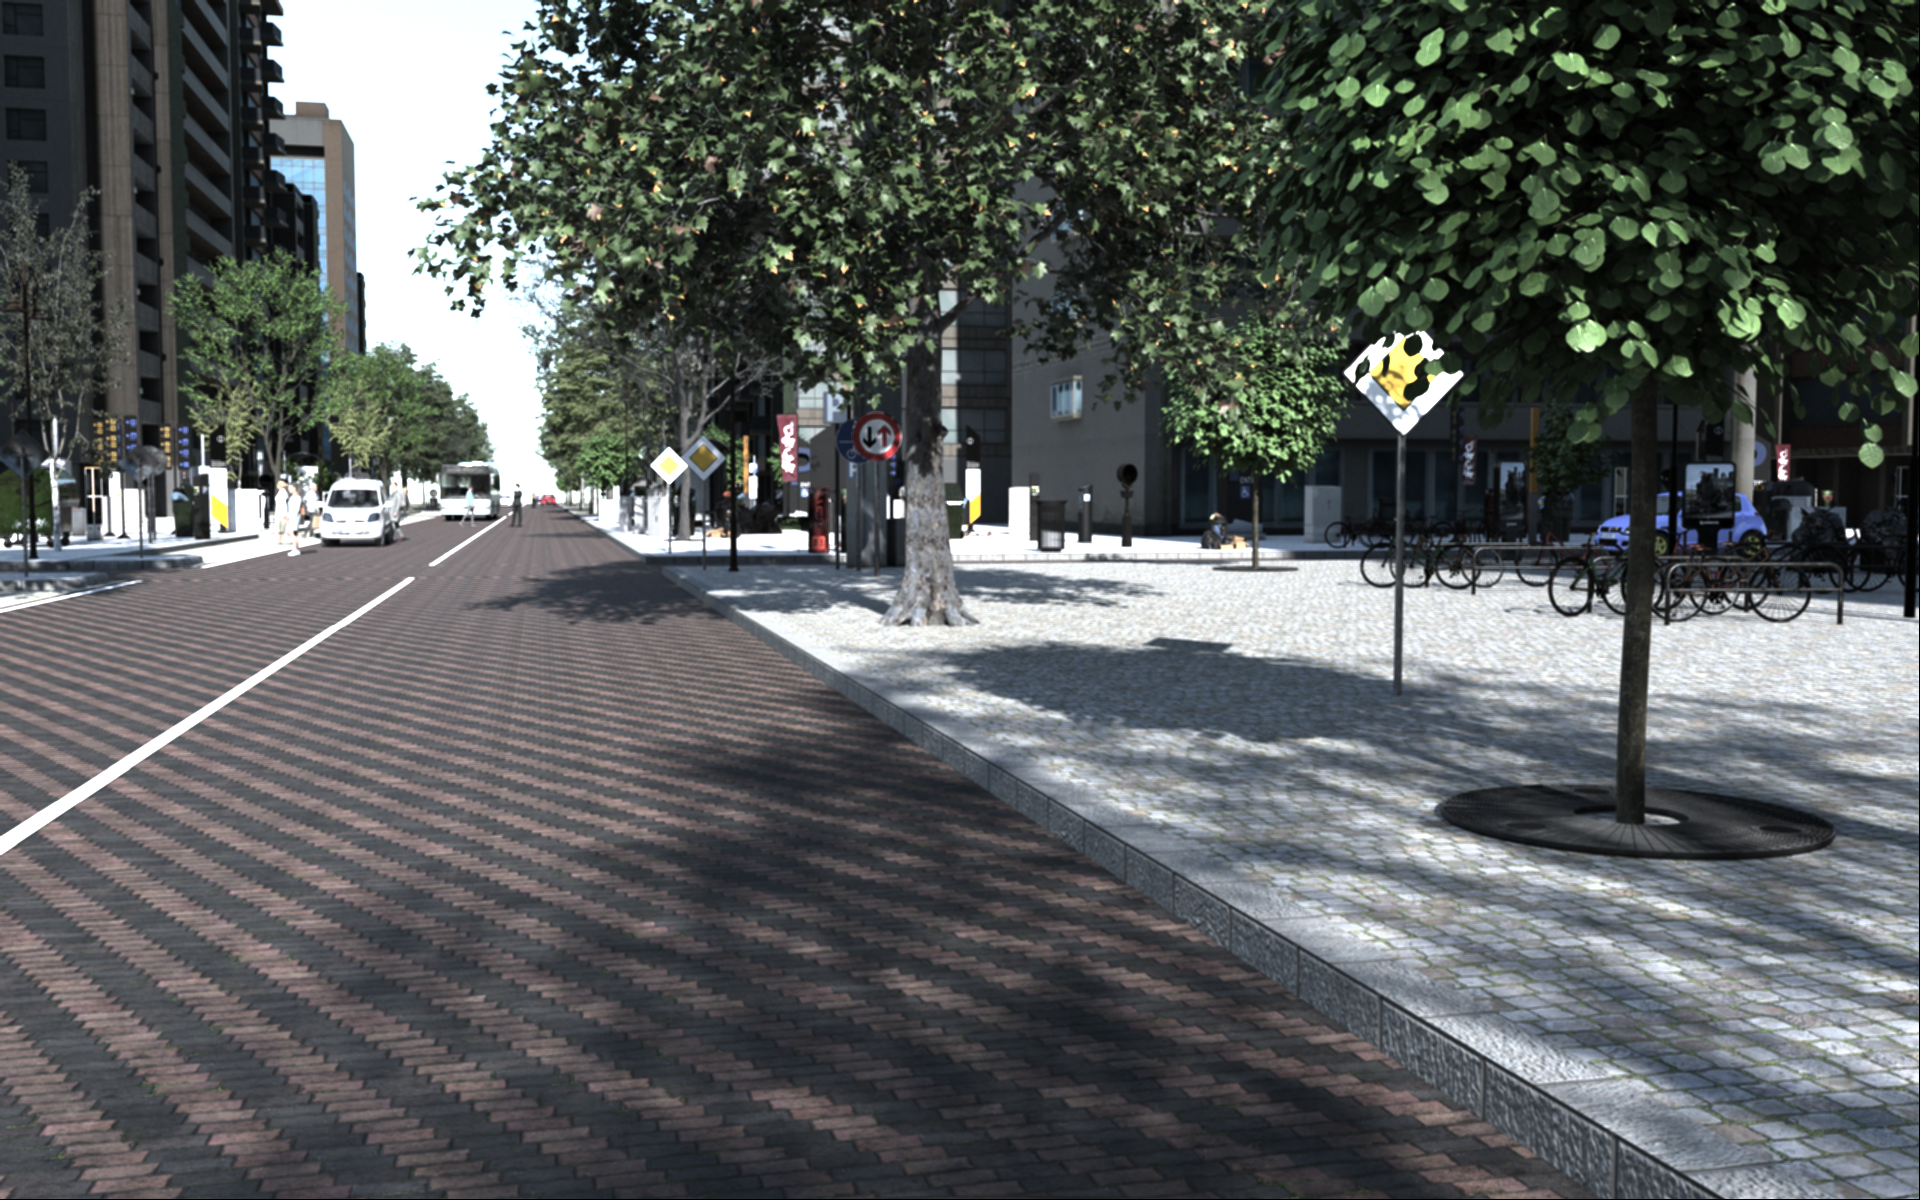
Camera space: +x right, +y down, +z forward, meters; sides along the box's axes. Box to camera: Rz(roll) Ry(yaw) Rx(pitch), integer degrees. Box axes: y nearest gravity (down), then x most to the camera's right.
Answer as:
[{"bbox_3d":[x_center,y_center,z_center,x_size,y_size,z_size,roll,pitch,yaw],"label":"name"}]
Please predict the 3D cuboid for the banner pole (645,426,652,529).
[{"bbox_3d":[-11.438,-4.506,63.693,0.401,3.779,0.863,-2,4,-25],"label":"banner pole"}]

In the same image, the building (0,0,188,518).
[{"bbox_3d":[-49.314,-19.524,90.923,14.160,30.474,14.107,-1,4,-14],"label":"building"}]

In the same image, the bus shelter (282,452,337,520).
[{"bbox_3d":[-32.533,-5.671,86.643,2.014,3.302,5.546,-1,4,-14],"label":"bus shelter"}]

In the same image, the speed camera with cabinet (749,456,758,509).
[{"bbox_3d":[-10.908,-5.818,89.464,0.660,3.252,2.038,-1,4,-15],"label":"speed camera with cabinet"}]

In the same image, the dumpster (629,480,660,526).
[{"bbox_3d":[-12.922,-3.999,71.144,1.264,1.857,1.865,-1,4,-13],"label":"dumpster"}]

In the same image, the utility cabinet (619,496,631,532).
[{"bbox_3d":[-11.516,-2.971,59.739,0.306,1.237,1.020,0,4,-4],"label":"utility cabinet"}]

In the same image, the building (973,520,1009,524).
[{"bbox_3d":[4.216,-24.341,81.575,14.154,41.232,14.086,-1,4,-14],"label":"building"}]

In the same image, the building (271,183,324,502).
[{"bbox_3d":[-66.787,-23.681,158.890,14.160,30.474,14.107,-1,4,-14],"label":"building"}]

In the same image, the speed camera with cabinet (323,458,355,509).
[{"bbox_3d":[-34.562,-6.244,96.427,2.038,3.252,0.660,2,4,28],"label":"speed camera with cabinet"}]

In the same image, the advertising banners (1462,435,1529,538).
[{"bbox_3d":[15.621,-3.332,50.673,2.074,3.025,0.090,2,4,31],"label":"advertising banners"}]

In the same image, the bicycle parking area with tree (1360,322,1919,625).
[{"bbox_3d":[9.545,-2.049,20.506,9.016,4.147,8.231,1,4,9],"label":"bicycle parking area with tree"}]

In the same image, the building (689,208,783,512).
[{"bbox_3d":[-14.075,-31.146,163.857,22.147,44.769,28.867,-1,4,-14],"label":"building"}]

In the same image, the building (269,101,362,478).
[{"bbox_3d":[-77.834,-33.695,201.016,14.600,45.320,14.200,-1,4,-14],"label":"building"}]

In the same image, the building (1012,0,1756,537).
[{"bbox_3d":[13.204,-26.870,63.033,21.600,48.544,21.300,-1,4,-14],"label":"building"}]

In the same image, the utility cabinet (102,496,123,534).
[{"bbox_3d":[-27.186,-2.717,55.581,0.306,1.237,1.020,-3,5,-43],"label":"utility cabinet"}]

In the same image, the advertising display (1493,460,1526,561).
[{"bbox_3d":[10.386,-1.683,32.739,0.974,1.923,0.123,-3,5,-42],"label":"advertising display"}]

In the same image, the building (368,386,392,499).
[{"bbox_3d":[-92.968,-23.848,234.948,27.650,21.520,28.899,-1,4,-14],"label":"building"}]

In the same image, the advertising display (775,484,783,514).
[{"bbox_3d":[-11.661,-6.532,112.003,0.123,1.923,0.974,-3,4,-37],"label":"advertising display"}]

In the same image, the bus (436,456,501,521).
[{"bbox_3d":[-27.217,-6.218,96.523,2.948,3.499,13.247,-1,4,-12],"label":"bus"}]

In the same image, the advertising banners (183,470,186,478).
[{"bbox_3d":[-29.125,-4.201,64.877,0.090,3.025,2.074,-2,4,-29],"label":"advertising banners"}]

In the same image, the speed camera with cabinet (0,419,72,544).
[{"bbox_3d":[-23.966,-3.064,44.432,2.038,3.252,0.660,-1,4,-9],"label":"speed camera with cabinet"}]

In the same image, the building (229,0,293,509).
[{"bbox_3d":[-65.749,-29.481,136.639,22.147,44.769,28.867,-1,4,-14],"label":"building"}]

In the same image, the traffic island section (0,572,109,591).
[{"bbox_3d":[-14.505,-0.280,26.865,2.009,0.180,2.903,-1,4,-14],"label":"traffic island section"}]

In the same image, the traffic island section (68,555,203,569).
[{"bbox_3d":[-16.385,-0.755,34.627,2.009,0.180,2.903,-1,4,-14],"label":"traffic island section"}]

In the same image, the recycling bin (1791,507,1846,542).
[{"bbox_3d":[17.014,-1.332,34.338,0.722,1.027,0.722,-2,4,-26],"label":"recycling bin"}]

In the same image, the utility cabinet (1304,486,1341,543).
[{"bbox_3d":[9.548,-2.255,45.541,1.173,1.500,0.318,-3,5,-40],"label":"utility cabinet"}]

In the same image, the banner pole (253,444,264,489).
[{"bbox_3d":[-34.996,-5.894,86.388,0.863,3.779,0.401,2,4,26],"label":"banner pole"}]

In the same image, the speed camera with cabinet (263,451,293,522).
[{"bbox_3d":[-31.310,-5.141,78.395,2.038,3.252,0.660,-1,4,-11],"label":"speed camera with cabinet"}]

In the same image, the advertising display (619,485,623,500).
[{"bbox_3d":[-20.220,-6.037,103.915,0.123,1.923,0.974,0,4,8],"label":"advertising display"}]

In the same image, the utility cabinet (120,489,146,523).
[{"bbox_3d":[-36.684,-4.160,76.698,1.173,1.500,0.318,1,4,14],"label":"utility cabinet"}]

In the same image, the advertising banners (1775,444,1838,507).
[{"bbox_3d":[29.252,-3.897,59.906,2.074,3.025,0.090,3,5,41],"label":"advertising banners"}]

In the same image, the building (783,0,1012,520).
[{"bbox_3d":[-3.747,-25.611,102.333,14.154,41.232,14.086,-1,4,-14],"label":"building"}]

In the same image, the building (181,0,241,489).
[{"bbox_3d":[-60.159,-29.856,111.847,21.300,48.544,21.600,-1,4,-14],"label":"building"}]

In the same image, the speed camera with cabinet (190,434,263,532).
[{"bbox_3d":[-24.602,-3.890,57.932,2.038,3.252,0.660,-2,4,-35],"label":"speed camera with cabinet"}]

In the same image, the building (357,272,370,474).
[{"bbox_3d":[-81.586,-27.119,215.098,14.160,30.474,14.107,-1,4,-14],"label":"building"}]

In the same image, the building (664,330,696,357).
[{"bbox_3d":[-31.593,-34.722,259.578,32.217,40.220,23.993,-1,4,-14],"label":"building"}]

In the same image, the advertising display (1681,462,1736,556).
[{"bbox_3d":[14.935,-1.796,34.572,0.974,1.923,0.123,1,4,13],"label":"advertising display"}]

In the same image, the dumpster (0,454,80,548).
[{"bbox_3d":[-22.346,-2.410,41.902,1.502,2.255,1.985,-1,4,-13],"label":"dumpster"}]

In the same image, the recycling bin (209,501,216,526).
[{"bbox_3d":[-30.564,-3.510,69.936,0.722,1.027,0.722,1,4,18],"label":"recycling bin"}]

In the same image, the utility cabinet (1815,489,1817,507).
[{"bbox_3d":[31.102,-3.339,63.271,0.318,1.500,1.173,2,4,30],"label":"utility cabinet"}]

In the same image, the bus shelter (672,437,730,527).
[{"bbox_3d":[-9.717,-4.322,64.592,2.014,3.302,5.546,-1,4,-14],"label":"bus shelter"}]

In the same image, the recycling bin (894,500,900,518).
[{"bbox_3d":[-2.492,-3.840,75.342,0.722,1.027,0.722,0,4,5],"label":"recycling bin"}]

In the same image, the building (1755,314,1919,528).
[{"bbox_3d":[46.037,-25.329,68.753,28.867,44.769,22.147,-1,4,-14],"label":"building"}]

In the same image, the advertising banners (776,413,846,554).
[{"bbox_3d":[-3.034,-2.524,37.460,2.074,3.025,0.090,1,4,21],"label":"advertising banners"}]

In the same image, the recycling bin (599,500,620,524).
[{"bbox_3d":[-15.042,-3.790,74.526,0.722,1.027,0.722,1,4,16],"label":"recycling bin"}]

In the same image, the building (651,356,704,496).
[{"bbox_3d":[-27.488,-23.789,233.982,27.650,21.520,28.899,-1,4,-14],"label":"building"}]

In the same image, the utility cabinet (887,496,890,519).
[{"bbox_3d":[-2.845,-2.893,58.470,1.020,1.237,0.306,-3,5,-40],"label":"utility cabinet"}]
